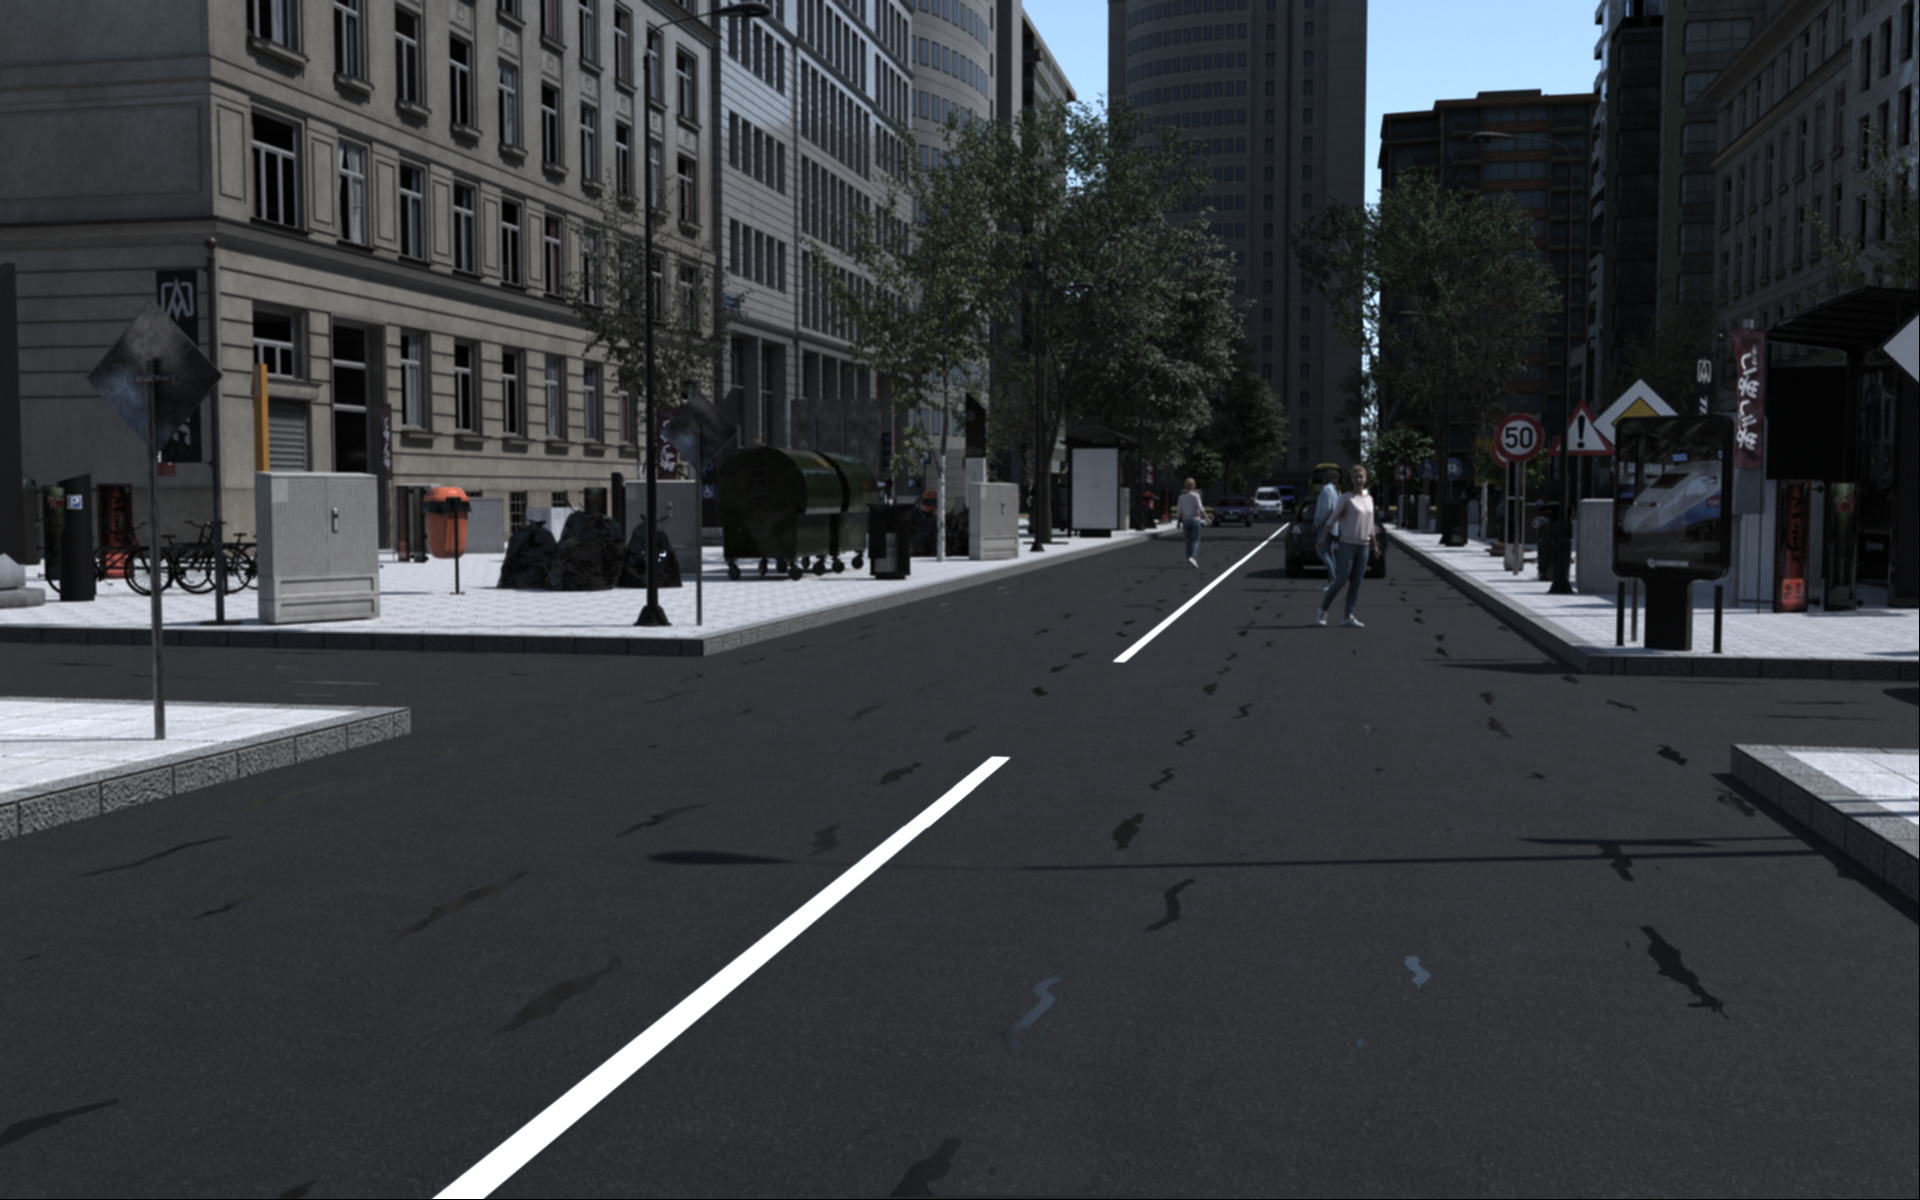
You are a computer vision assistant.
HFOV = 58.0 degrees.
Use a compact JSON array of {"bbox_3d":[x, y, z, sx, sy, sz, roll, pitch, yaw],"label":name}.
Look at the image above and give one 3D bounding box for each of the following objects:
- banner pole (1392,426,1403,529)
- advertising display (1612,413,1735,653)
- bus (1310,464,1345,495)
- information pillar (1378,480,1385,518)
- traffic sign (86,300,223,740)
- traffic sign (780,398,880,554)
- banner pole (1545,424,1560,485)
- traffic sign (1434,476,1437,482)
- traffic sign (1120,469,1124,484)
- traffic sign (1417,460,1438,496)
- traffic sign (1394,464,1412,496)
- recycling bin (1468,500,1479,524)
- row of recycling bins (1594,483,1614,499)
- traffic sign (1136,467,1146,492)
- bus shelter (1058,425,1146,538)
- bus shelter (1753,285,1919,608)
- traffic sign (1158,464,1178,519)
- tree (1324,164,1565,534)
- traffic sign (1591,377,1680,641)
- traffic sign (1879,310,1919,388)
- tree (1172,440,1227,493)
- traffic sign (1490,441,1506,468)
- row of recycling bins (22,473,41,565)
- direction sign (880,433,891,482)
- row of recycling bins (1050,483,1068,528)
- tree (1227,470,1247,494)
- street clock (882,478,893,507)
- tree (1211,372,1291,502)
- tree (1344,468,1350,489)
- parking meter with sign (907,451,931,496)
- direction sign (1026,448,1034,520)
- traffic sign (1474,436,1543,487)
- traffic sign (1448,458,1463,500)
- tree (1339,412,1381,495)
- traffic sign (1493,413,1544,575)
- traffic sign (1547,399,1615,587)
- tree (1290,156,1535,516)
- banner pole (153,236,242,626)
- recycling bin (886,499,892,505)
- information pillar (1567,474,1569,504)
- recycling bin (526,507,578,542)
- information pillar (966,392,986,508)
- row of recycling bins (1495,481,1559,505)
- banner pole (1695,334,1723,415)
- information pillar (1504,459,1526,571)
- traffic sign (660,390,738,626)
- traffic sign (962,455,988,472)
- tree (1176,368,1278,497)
[{"bbox_3d":[16.083,-4.503,63.642,0.401,3.779,0.863,1,4,20],"label":"banner pole"},{"bbox_3d":[5.846,-0.552,14.245,0.123,1.923,0.974,-3,4,-39],"label":"advertising display"},{"bbox_3d":[29.710,-9.093,140.219,2.896,3.916,12.252,1,4,12],"label":"bus"},{"bbox_3d":[20.882,-4.972,85.782,0.304,2.012,0.304,2,4,25],"label":"information pillar"},{"bbox_3d":[-4.181,-0.327,8.996,0.795,2.450,0.064,1,4,12],"label":"traffic sign"},{"bbox_3d":[-2.802,-2.642,37.069,2.265,3.308,0.079,1,4,16],"label":"traffic sign"},{"bbox_3d":[21.091,-4.382,61.661,0.863,3.779,0.401,-1,4,-14],"label":"banner pole"},{"bbox_3d":[23.766,-5.227,85.563,0.768,2.556,0.104,1,4,16],"label":"traffic sign"},{"bbox_3d":[7.985,-5.304,86.833,0.768,2.556,0.104,1,4,16],"label":"traffic sign"},{"bbox_3d":[17.270,-3.905,63.953,0.768,2.556,0.104,1,4,17],"label":"traffic sign"},{"bbox_3d":[18.557,-4.433,72.591,0.768,2.556,0.104,1,4,16],"label":"traffic sign"},{"bbox_3d":[22.027,-3.802,74.714,0.722,1.027,0.722,1,4,18],"label":"recycling bin"},{"bbox_3d":[24.367,-3.467,63.794,3.534,1.692,1.069,-3,5,-44],"label":"row of recycling bins"},{"bbox_3d":[8.721,-5.012,81.949,0.884,2.594,0.081,1,4,21],"label":"traffic sign"},{"bbox_3d":[4.435,-3.641,53.451,2.014,3.302,5.546,1,4,12],"label":"bus shelter"},{"bbox_3d":[11.673,-1.904,22.407,1.731,3.624,6.357,1,4,12],"label":"bus shelter"},{"bbox_3d":[8.965,-4.573,74.774,0.884,2.594,0.081,1,4,17],"label":"traffic sign"},{"bbox_3d":[15.369,-7.942,55.612,9.928,11.665,9.643,0,3,0],"label":"tree"},{"bbox_3d":[5.870,-0.696,15.028,0.795,2.450,0.064,1,4,12],"label":"traffic sign"},{"bbox_3d":[4.225,-0.218,7.213,0.795,2.450,0.064,1,4,12],"label":"traffic sign"},{"bbox_3d":[14.574,-7.412,104.893,4.285,4.588,4.351,0,3,0],"label":"tree"},{"bbox_3d":[11.003,-2.115,34.684,0.768,2.556,0.104,1,4,17],"label":"traffic sign"},{"bbox_3d":[-17.553,-1.400,30.002,1.069,1.692,3.534,1,4,16],"label":"row of recycling bins"},{"bbox_3d":[-2.965,-4.414,64.173,0.876,3.537,0.379,1,4,20],"label":"direction sign"},{"bbox_3d":[3.933,-3.914,71.110,1.069,1.692,3.534,0,4,7],"label":"row of recycling bins"},{"bbox_3d":[22.613,-8.925,140.531,1.663,3.219,1.824,0,3,0],"label":"tree"},{"bbox_3d":[-3.243,-4.478,77.778,0.471,2.002,0.358,1,4,11],"label":"street clock"},{"bbox_3d":[27.274,-14.887,161.526,7.486,12.596,7.792,0,3,0],"label":"tree"},{"bbox_3d":[36.538,-10.673,158.213,4.285,4.588,4.351,0,3,0],"label":"tree"},{"bbox_3d":[-1.829,-4.498,69.802,0.543,3.016,1.738,2,4,28],"label":"parking meter with sign"},{"bbox_3d":[3.447,-5.682,84.903,0.379,3.537,0.876,2,4,28],"label":"direction sign"},{"bbox_3d":[19.011,-4.049,60.071,2.265,3.308,0.079,1,4,18],"label":"traffic sign"},{"bbox_3d":[17.392,-3.744,61.312,0.768,2.556,0.104,1,4,13],"label":"traffic sign"},{"bbox_3d":[35.473,-12.285,151.222,4.360,8.622,3.978,0,3,0],"label":"tree"},{"bbox_3d":[8.803,-1.666,27.353,0.768,2.556,0.104,1,4,13],"label":"traffic sign"},{"bbox_3d":[8.550,-1.462,23.900,0.884,2.594,0.081,1,4,15],"label":"traffic sign"},{"bbox_3d":[25.354,-14.772,97.417,12.611,20.169,13.585,0,3,0],"label":"tree"},{"bbox_3d":[-7.509,-1.650,16.999,0.863,3.779,0.401,1,4,14],"label":"banner pole"},{"bbox_3d":[-3.644,-4.213,81.444,0.722,1.027,0.722,2,4,25],"label":"recycling bin"},{"bbox_3d":[21.983,-3.581,63.036,0.304,2.012,0.304,1,4,11],"label":"information pillar"},{"bbox_3d":[-7.807,-1.263,33.197,0.722,1.027,0.722,3,4,36],"label":"recycling bin"},{"bbox_3d":[0.341,-2.947,39.544,0.504,3.616,0.183,2,4,27],"label":"information pillar"},{"bbox_3d":[18.066,-2.953,55.399,1.069,1.692,3.534,-1,4,-13],"label":"row of recycling bins"},{"bbox_3d":[11.666,-2.263,27.018,0.863,3.779,0.401,-3,4,-36],"label":"banner pole"},{"bbox_3d":[9.257,-1.493,28.904,0.304,2.012,0.304,1,4,15],"label":"information pillar"},{"bbox_3d":[-2.537,-0.805,16.811,0.795,2.450,0.064,1,4,12],"label":"traffic sign"},{"bbox_3d":[0.421,-3.070,50.296,0.768,2.556,0.104,1,4,18],"label":"traffic sign"},{"bbox_3d":[18.380,-11.414,121.031,8.767,10.594,7.601,2,4,35],"label":"tree"}]
